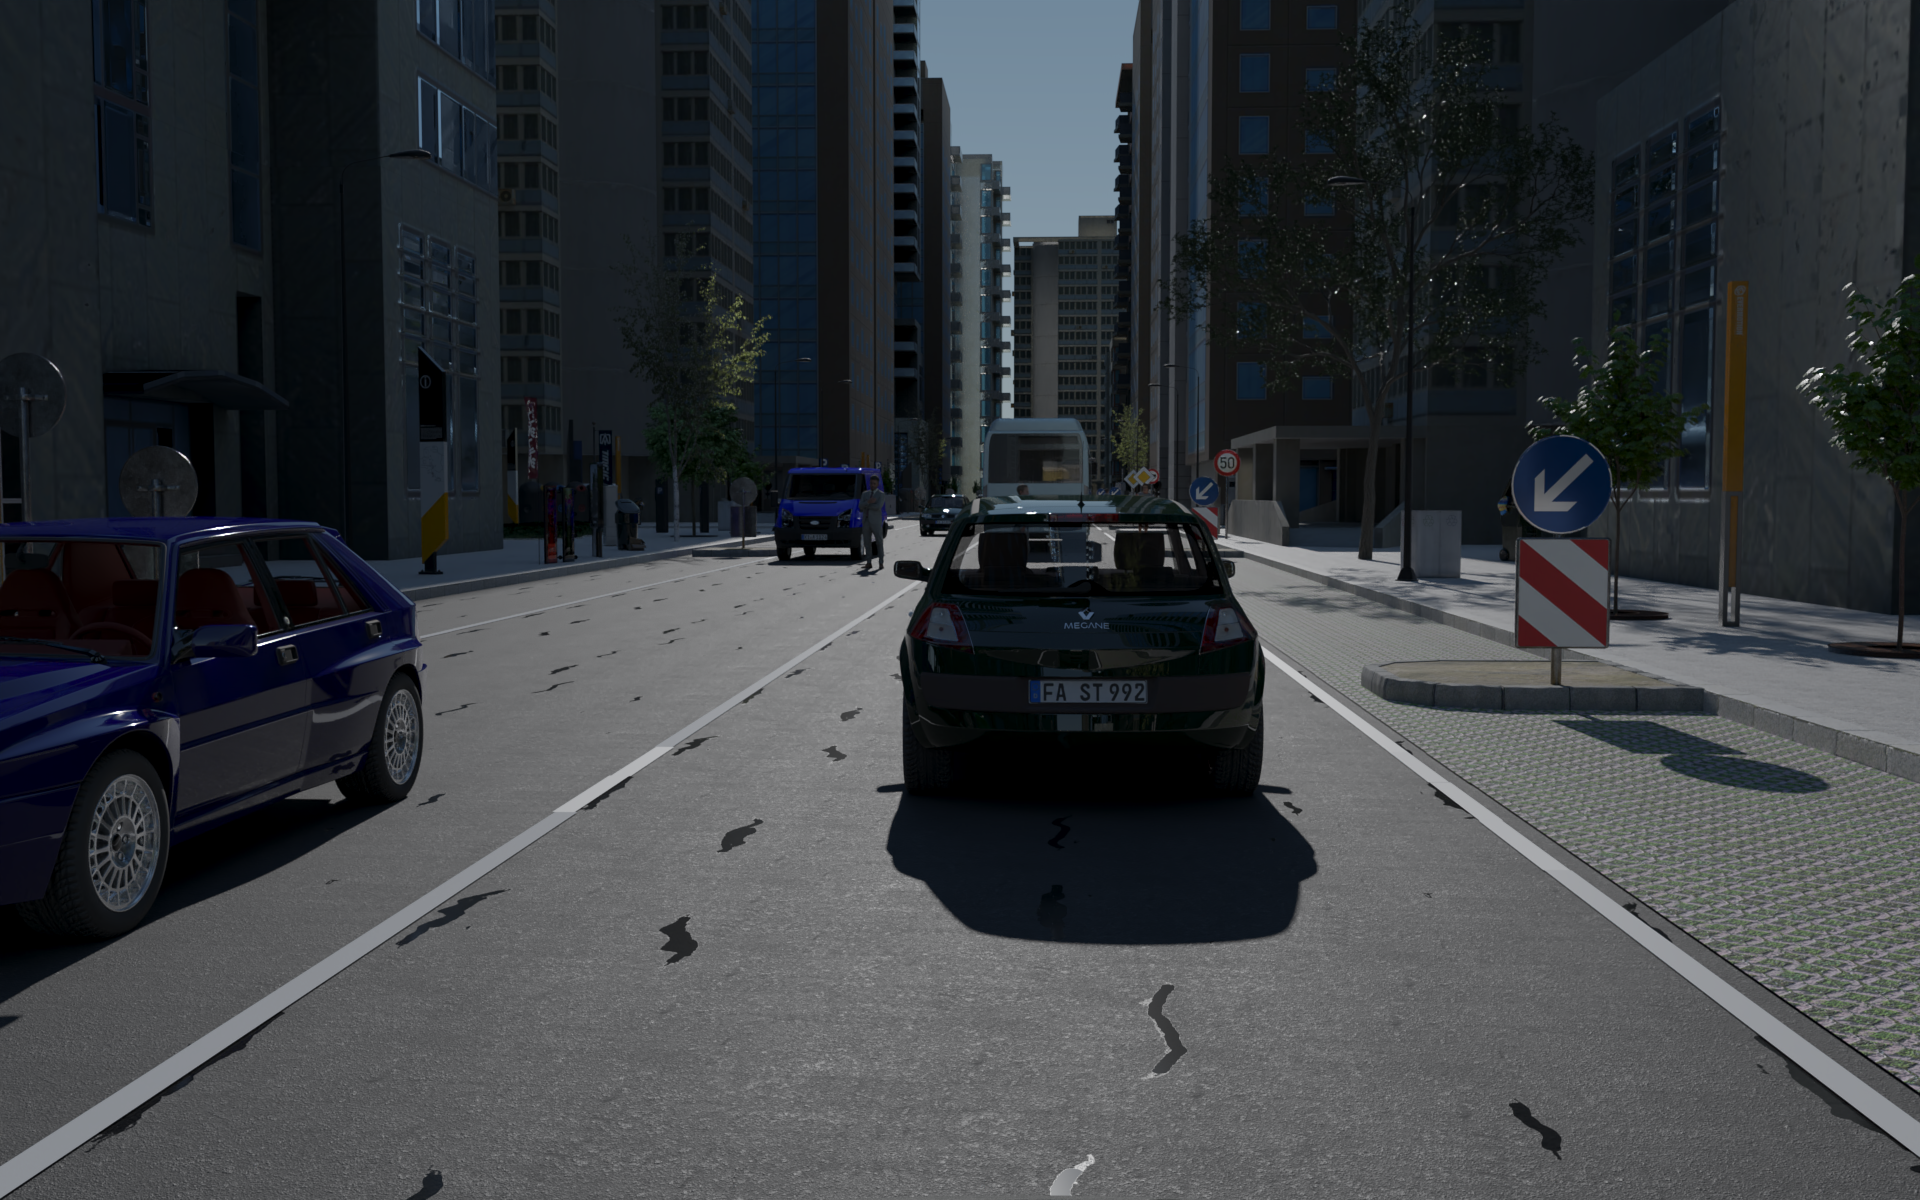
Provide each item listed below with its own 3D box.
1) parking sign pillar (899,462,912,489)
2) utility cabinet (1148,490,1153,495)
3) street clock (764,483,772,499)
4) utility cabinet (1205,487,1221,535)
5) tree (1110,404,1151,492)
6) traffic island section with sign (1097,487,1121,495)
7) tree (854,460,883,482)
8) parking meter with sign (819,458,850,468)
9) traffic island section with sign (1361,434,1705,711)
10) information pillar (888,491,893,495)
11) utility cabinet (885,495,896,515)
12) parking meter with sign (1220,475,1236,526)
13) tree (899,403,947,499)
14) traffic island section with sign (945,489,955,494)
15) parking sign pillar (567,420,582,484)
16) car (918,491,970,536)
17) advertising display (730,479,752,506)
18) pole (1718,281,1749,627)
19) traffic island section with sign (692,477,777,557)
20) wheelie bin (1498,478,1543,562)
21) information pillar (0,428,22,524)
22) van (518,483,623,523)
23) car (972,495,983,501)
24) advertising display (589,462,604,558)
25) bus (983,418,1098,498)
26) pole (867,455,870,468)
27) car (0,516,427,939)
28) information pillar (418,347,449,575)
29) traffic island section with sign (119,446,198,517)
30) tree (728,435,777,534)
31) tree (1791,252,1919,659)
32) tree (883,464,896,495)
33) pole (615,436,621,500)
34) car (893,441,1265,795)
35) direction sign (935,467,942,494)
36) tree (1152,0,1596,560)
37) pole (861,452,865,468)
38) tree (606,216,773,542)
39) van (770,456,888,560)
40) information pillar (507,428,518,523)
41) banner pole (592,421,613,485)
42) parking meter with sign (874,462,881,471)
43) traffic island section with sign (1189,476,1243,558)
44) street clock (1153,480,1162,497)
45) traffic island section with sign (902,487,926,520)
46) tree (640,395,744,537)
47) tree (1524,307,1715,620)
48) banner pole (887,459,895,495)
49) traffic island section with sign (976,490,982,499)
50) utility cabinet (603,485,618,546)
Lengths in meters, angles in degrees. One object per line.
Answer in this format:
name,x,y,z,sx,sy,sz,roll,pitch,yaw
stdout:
parking sign pillar,-4.558,-9.518,144.083,1.447,3.967,1.447,2,4,34
utility cabinet,9.734,-4.912,88.983,0.318,1.500,1.173,1,4,11
street clock,-10.702,-5.614,96.354,0.471,2.002,0.358,-1,4,-21
utility cabinet,7.839,-2.760,53.810,0.318,1.500,1.173,1,4,18
tree,13.993,-11.586,139.786,4.360,8.622,3.978,0,3,0
traffic island section with sign,8.385,-5.292,95.159,1.989,1.847,2.006,0,4,3
tree,-5.788,-6.385,98.990,1.663,3.219,1.824,0,3,0
parking meter with sign,-6.053,-5.365,83.973,1.738,3.016,0.543,3,5,42
traffic island section with sign,3.951,-0.227,12.345,1.989,1.847,2.006,0,4,3
information pillar,-5.094,-7.458,126.433,0.304,2.012,0.304,3,5,39
utility cabinet,-4.375,-5.680,104.035,1.020,1.237,0.306,0,4,-8
parking meter with sign,11.174,-4.506,69.932,1.738,3.016,0.543,3,5,44
tree,-2.795,-11.428,137.215,4.360,8.622,3.978,0,3,0
traffic island section with sign,-0.655,-6.998,123.053,1.989,1.847,2.006,0,4,3
parking sign pillar,-14.112,-4.579,63.343,1.447,3.967,1.447,-1,4,-17
car,-0.420,-3.114,60.700,2.009,1.686,4.222,0,4,4
advertising display,-7.829,-3.468,61.910,0.974,1.923,0.123,2,4,35
pole,7.463,-1.399,16.711,0.158,3.312,0.155,0,3,0
traffic island section with sign,-5.085,-1.945,40.432,1.989,1.847,2.006,0,4,3
wheelie bin,10.753,-1.534,32.993,0.980,1.594,0.693,-1,4,-19
information pillar,-9.007,-0.723,16.312,0.304,2.012,0.304,2,4,23
van,-15.008,-3.639,66.505,4.112,2.044,2.013,0,4,3
car,1.905,-6.792,123.044,2.014,1.417,4.499,0,4,4
advertising display,-7.417,-1.843,35.354,0.123,1.923,0.974,-1,4,-21
bus,2.370,-3.287,48.607,2.948,3.499,13.247,0,4,5
pole,-4.761,-5.872,89.852,0.158,3.312,0.155,0,3,0
car,-3.506,0.352,6.831,1.945,1.354,3.894,0,4,2
information pillar,-8.375,-2.212,27.518,0.504,3.616,0.183,1,4,22
traffic island section with sign,-6.527,-0.299,13.515,1.989,1.847,2.006,0,4,3
tree,-7.002,-3.759,56.056,1.663,3.219,1.824,0,3,0
tree,7.681,-1.173,13.778,1.663,3.219,1.824,0,3,0
tree,-4.731,-7.075,110.282,1.663,3.219,1.824,0,3,0
pole,-12.057,-4.115,61.120,0.158,3.312,0.155,0,3,0
car,0.602,0.008,9.660,2.009,1.686,4.222,0,4,1
direction sign,-1.819,-9.398,145.654,0.379,3.537,0.876,-3,5,-40
tree,7.886,-6.048,33.290,8.767,10.594,7.601,0,4,6
pole,-4.720,-5.515,84.014,0.158,3.312,0.155,0,3,0
tree,-7.450,-5.876,46.431,4.360,8.622,3.978,0,3,0
van,-2.886,-2.133,39.266,2.240,2.365,5.245,0,4,4
information pillar,-15.848,-4.283,61.382,0.504,3.616,0.183,3,4,37
banner pole,-12.344,-4.255,59.587,0.863,3.779,0.401,0,4,3
parking meter with sign,-5.107,-5.975,93.948,1.738,3.016,0.543,3,4,36
traffic island section with sign,5.427,-1.903,39.736,1.989,1.847,2.006,0,4,3
street clock,10.458,-5.335,91.802,0.358,2.002,0.471,-2,4,-32
traffic island section with sign,-2.137,-5.321,95.628,1.989,1.847,2.006,0,4,3
tree,-7.977,-4.182,52.092,4.285,4.588,4.351,0,3,0
tree,6.868,-1.438,18.119,1.663,3.219,1.824,0,3,0
banner pole,-4.958,-8.167,123.541,0.863,3.779,0.401,-3,5,-40
traffic island section with sign,1.976,-10.016,172.389,1.989,1.847,2.006,0,4,3
utility cabinet,-8.697,-2.101,43.032,0.318,1.500,1.173,-1,4,-15
